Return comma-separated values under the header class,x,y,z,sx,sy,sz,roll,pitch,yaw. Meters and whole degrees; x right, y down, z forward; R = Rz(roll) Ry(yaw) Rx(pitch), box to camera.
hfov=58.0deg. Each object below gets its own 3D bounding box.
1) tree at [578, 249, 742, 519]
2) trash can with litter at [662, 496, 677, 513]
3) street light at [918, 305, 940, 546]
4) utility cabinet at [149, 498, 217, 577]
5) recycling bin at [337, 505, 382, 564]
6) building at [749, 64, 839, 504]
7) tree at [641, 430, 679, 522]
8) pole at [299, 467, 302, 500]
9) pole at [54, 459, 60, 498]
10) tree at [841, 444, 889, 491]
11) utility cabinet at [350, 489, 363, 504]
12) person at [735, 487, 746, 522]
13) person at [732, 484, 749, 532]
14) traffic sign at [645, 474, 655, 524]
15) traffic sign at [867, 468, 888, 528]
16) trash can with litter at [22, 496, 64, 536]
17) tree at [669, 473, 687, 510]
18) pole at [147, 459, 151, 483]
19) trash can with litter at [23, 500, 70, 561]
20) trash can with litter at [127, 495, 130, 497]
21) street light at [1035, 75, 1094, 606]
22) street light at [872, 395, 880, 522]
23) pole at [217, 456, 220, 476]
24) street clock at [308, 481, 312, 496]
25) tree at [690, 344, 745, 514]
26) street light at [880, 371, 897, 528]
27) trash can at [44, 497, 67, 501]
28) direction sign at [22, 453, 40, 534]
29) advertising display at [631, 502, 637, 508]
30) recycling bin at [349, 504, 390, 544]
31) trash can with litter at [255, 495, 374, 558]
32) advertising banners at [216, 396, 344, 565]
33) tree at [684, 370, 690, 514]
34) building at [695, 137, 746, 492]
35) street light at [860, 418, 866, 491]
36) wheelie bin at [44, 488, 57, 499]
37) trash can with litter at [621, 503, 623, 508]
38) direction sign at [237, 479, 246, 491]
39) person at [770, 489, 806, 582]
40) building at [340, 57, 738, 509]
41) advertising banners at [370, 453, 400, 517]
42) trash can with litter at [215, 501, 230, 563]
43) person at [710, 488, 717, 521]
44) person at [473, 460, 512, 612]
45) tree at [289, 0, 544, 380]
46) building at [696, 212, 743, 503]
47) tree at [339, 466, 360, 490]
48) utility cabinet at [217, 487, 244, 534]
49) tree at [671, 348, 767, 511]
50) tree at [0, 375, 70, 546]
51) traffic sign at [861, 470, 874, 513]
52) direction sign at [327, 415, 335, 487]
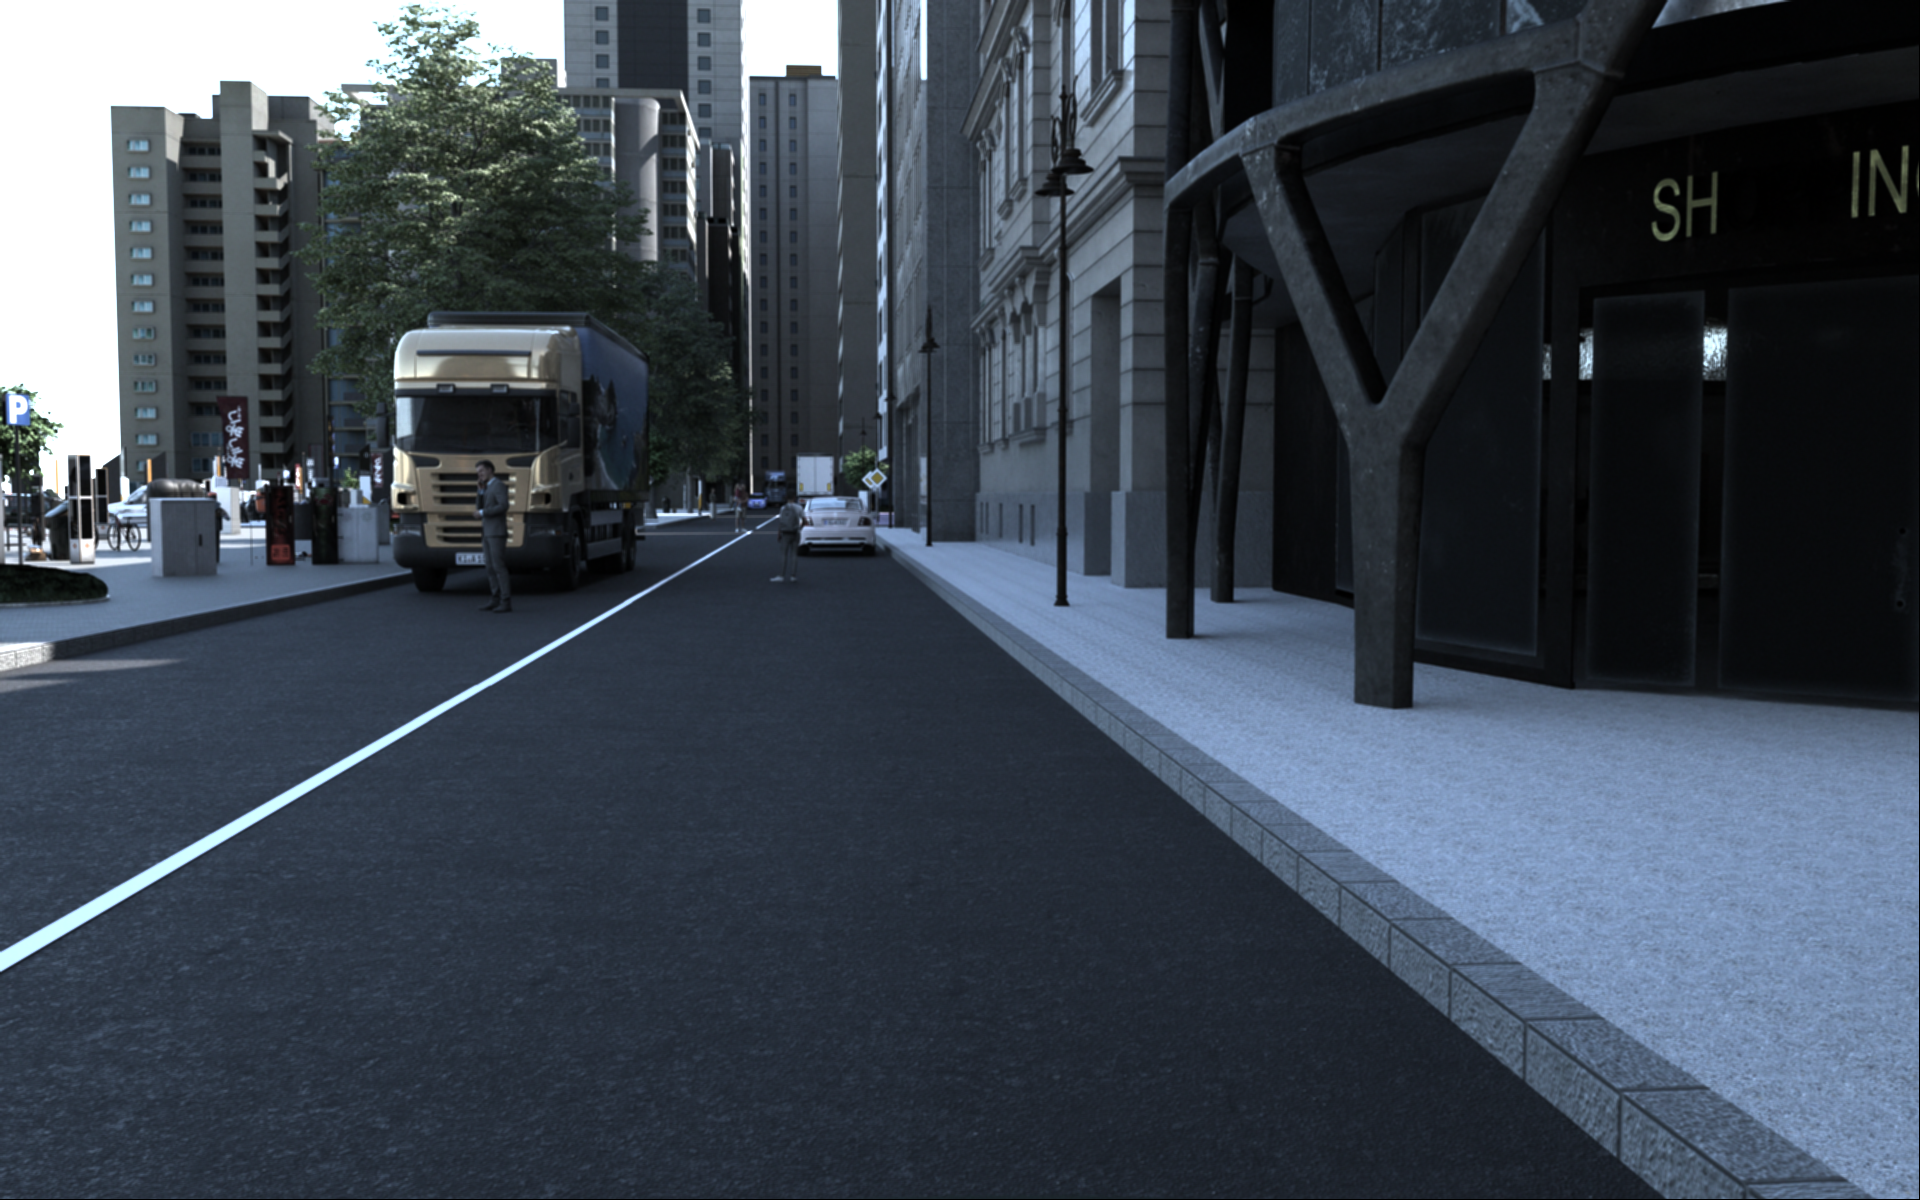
class,x,y,z,sx,sy,sz,roll,pitch,yaw
tree,-16.043,-11.147,88.911,9.857,13.997,8.962,0,3,0
trash can with litter,-19.484,-6.423,116.397,1.055,1.170,0.624,-1,4,-10
street light,-0.760,-4.261,42.462,0.468,5.910,1.993,0,4,-5
utility cabinet,-12.266,-0.992,27.383,0.306,1.237,1.020,2,4,26
recycling bin,-11.199,-1.198,32.144,0.722,1.027,0.722,-1,4,-23
building,-30.988,-42.708,240.273,28.212,58.520,21.231,0,4,-5
tree,-14.585,-5.885,79.941,4.285,4.588,4.351,0,3,0
pole,-50.027,-8.416,131.438,0.158,3.312,0.155,0,3,0
pole,-52.378,-6.522,100.479,0.158,3.312,0.155,0,3,0
tree,-6.176,-7.960,113.859,4.285,4.588,4.351,0,3,0
utility cabinet,-27.169,-4.242,78.041,0.318,1.500,1.173,0,4,-7
person,-11.182,-4.844,87.877,0.709,1.800,0.728,2,4,26
person,-8.306,-3.483,65.414,0.573,1.828,0.580,2,4,25
traffic sign,-13.271,-4.246,73.064,0.795,2.450,0.064,0,4,-5
traffic sign,-3.147,-3.806,65.869,0.795,2.450,0.064,0,4,-5
trash can with litter,-28.272,-2.594,53.470,1.678,1.210,2.233,1,4,20
tree,-22.464,-11.703,141.711,4.360,8.622,3.978,0,3,0
pole,-47.360,-6.568,101.224,0.158,3.312,0.155,0,3,0
trash can with litter,-17.520,-1.347,33.408,0.624,1.170,1.055,3,4,38
trash can with litter,-63.544,-7.419,132.359,2.233,1.210,1.678,3,5,39
street light,1.169,-2.871,19.722,0.468,5.910,1.993,0,4,-5
street light,-3.838,-6.594,80.592,0.468,5.910,1.993,0,4,-5
pole,-40.052,-6.099,93.567,0.158,3.312,0.155,0,3,0
street clock,-36.688,-5.722,98.120,0.471,2.002,0.358,-1,4,-17
tree,-18.165,-11.959,113.650,7.486,12.596,7.792,0,3,0
street light,-2.618,-5.645,65.076,0.468,5.910,1.993,0,4,-5
trash can,-39.455,-3.898,75.386,0.748,1.137,0.748,0,3,0
direction sign,-30.146,-3.905,55.845,0.876,3.537,0.379,-1,4,-18
advertising display,-18.987,-5.773,99.607,0.123,1.923,0.974,2,4,34
recycling bin,-15.065,-1.936,44.206,0.722,1.027,0.722,2,4,29
trash can with litter,-13.052,-1.482,35.292,2.233,1.210,1.678,0,4,-5
advertising banners,-12.244,-2.142,31.216,2.074,3.025,0.090,-1,4,-19
tree,-12.467,-8.069,50.050,7.486,12.596,7.792,0,3,0
building,-31.341,-31.132,192.599,14.154,41.232,14.086,0,4,-5
street light,-5.762,-7.973,103.141,0.468,5.910,1.993,0,4,-5
wheelie bin,-48.827,-5.194,92.828,0.693,1.594,0.980,0,4,4
trash can with litter,-23.342,-6.566,118.409,1.678,1.210,2.233,2,4,25
direction sign,-55.820,-8.723,134.624,0.876,3.537,0.379,2,4,26
person,-2.810,-1.057,28.373,0.523,1.515,0.503,3,4,37
building,-36.967,-28.550,158.667,32.217,40.220,23.993,0,4,-5
advertising banners,-23.944,-4.729,73.510,2.074,3.025,0.090,0,4,-3
trash can with litter,-13.996,-1.252,31.862,0.624,1.170,1.055,1,4,14
person,-12.995,-5.037,91.405,0.362,1.759,0.519,1,4,13
person,-5.739,-0.786,21.157,0.447,1.846,0.655,-2,4,-35
tree,-11.805,-7.495,40.666,7.486,12.596,7.792,0,3,0
building,-29.862,-24.897,178.769,14.160,30.474,14.107,0,4,-5
tree,-40.986,-7.430,116.085,1.663,3.219,1.824,0,3,0
utility cabinet,-23.360,-2.854,55.346,0.318,1.500,1.173,-3,5,-43
tree,-19.448,-13.092,131.059,9.611,12.733,9.660,0,3,0
tree,-23.977,-3.622,42.929,4.285,4.588,4.351,0,3,0
traffic sign,-3.808,-4.293,73.827,0.795,2.450,0.064,0,4,-5
direction sign,-18.156,-3.551,50.052,0.379,3.537,0.876,-1,4,-9
